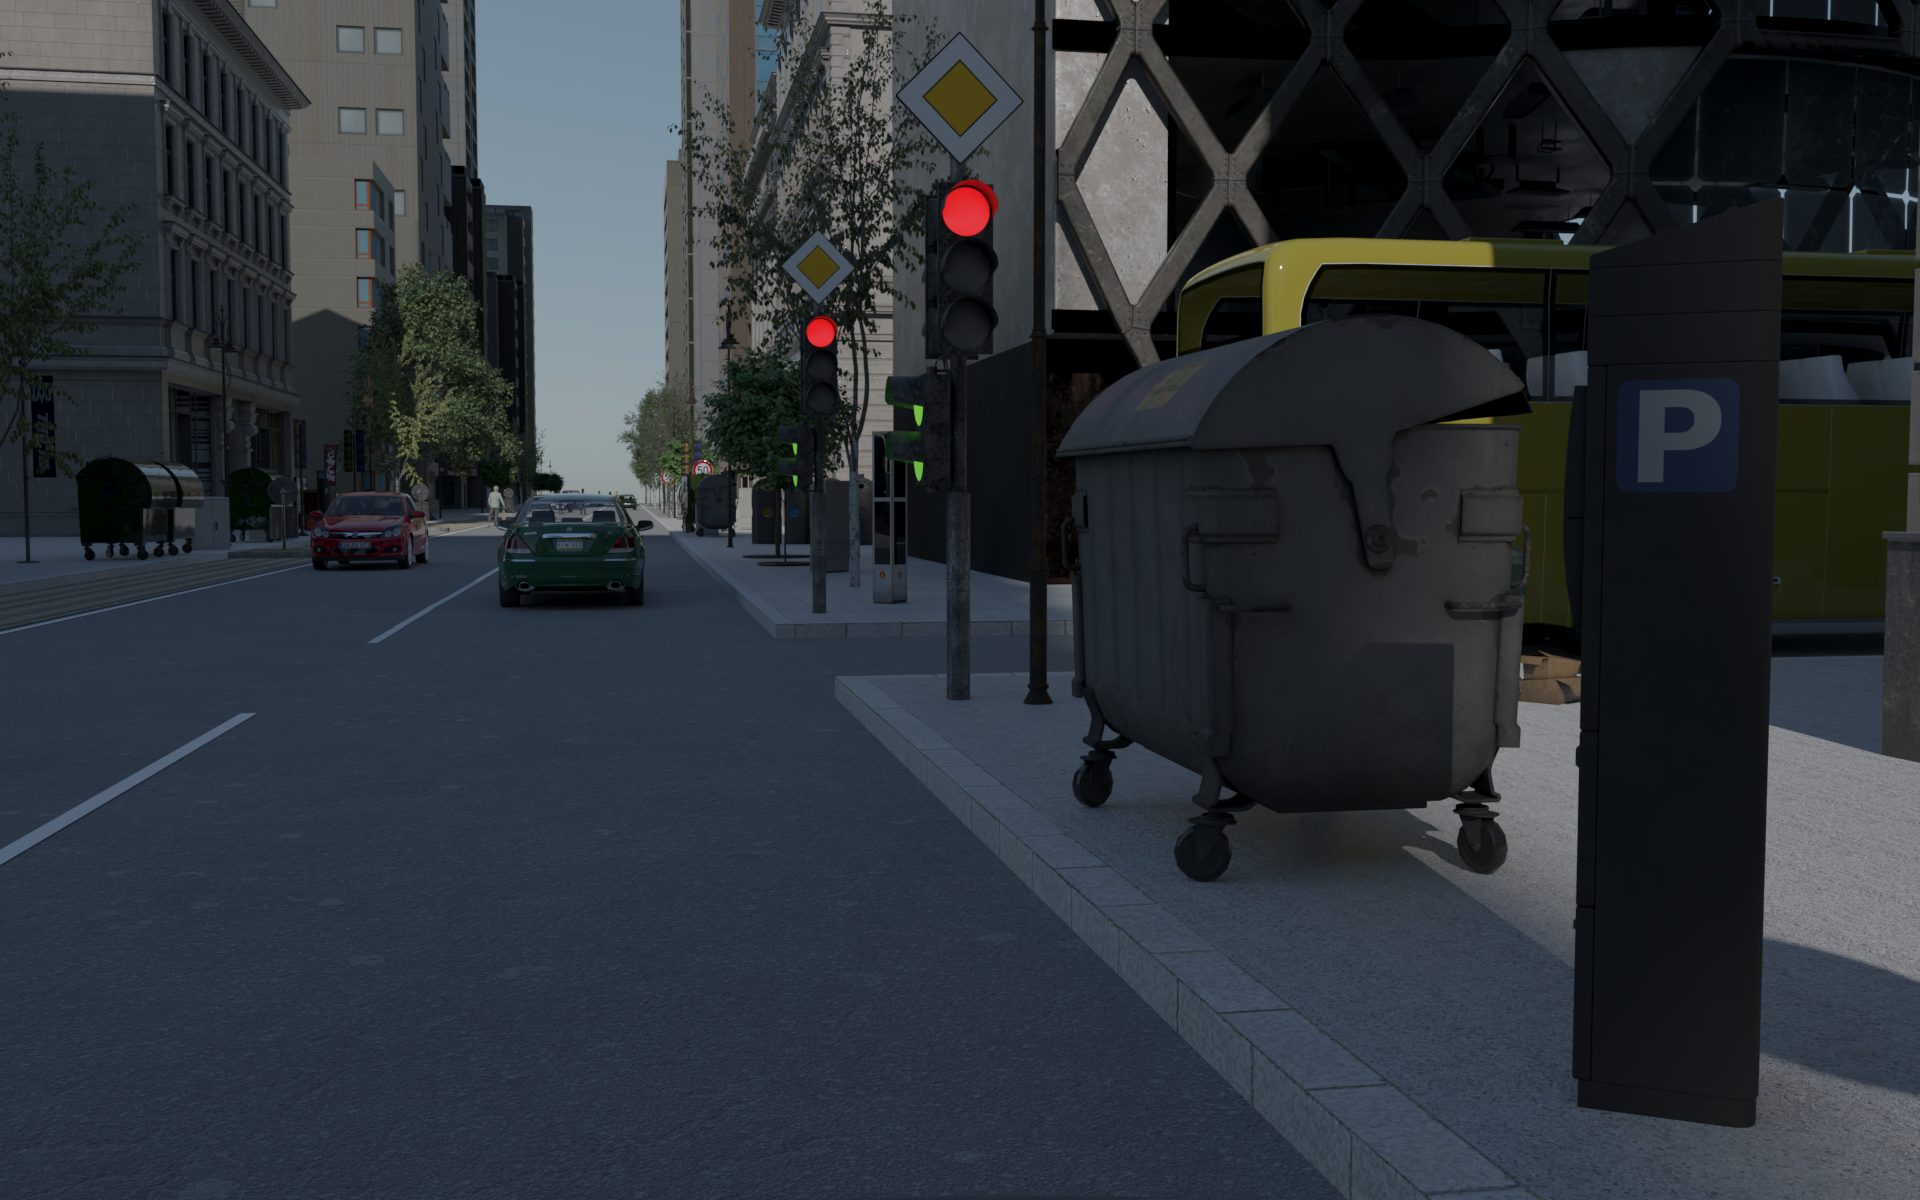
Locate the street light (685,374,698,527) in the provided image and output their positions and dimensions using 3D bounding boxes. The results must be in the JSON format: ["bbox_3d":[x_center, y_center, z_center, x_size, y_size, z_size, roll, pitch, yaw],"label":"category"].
[{"bbox_3d":[-10.370,-5.763,67.020,0.468,5.910,1.993,-1,4,-11],"label":"street light"}]

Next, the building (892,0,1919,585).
[{"bbox_3d":[8.334,-9.971,30.480,16.811,18.784,16.820,-1,4,-11],"label":"building"}]

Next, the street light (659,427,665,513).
[{"bbox_3d":[-20.020,-8.820,116.992,0.468,5.910,1.993,-1,4,-11],"label":"street light"}]

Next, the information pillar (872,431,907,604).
[{"bbox_3d":[-0.823,-0.968,20.321,0.304,2.012,0.304,2,4,35],"label":"information pillar"}]

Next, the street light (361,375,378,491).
[{"bbox_3d":[-22.925,-5.782,67.329,0.468,5.910,1.993,-1,4,-11],"label":"street light"}]

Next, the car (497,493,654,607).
[{"bbox_3d":[-5.225,-0.716,23.502,2.131,1.459,4.920,-1,4,-11],"label":"car"}]

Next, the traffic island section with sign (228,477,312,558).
[{"bbox_3d":[-15.397,-1.879,39.351,1.989,1.847,2.006,-1,4,-11],"label":"traffic island section with sign"}]

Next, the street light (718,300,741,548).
[{"bbox_3d":[-5.510,-4.196,41.386,0.468,5.910,1.993,-1,4,-11],"label":"street light"}]

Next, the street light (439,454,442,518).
[{"bbox_3d":[-27.582,-7.277,91.762,0.468,5.910,1.993,-1,4,-11],"label":"street light"}]

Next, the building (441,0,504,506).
[{"bbox_3d":[-59.112,-45.447,181.312,20.563,71.187,20.611,-1,4,-11],"label":"building"}]

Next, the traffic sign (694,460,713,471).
[{"bbox_3d":[-9.702,-3.996,65.440,0.768,2.556,0.104,0,4,-2],"label":"traffic sign"}]

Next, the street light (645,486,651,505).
[{"bbox_3d":[-40.353,-15.283,222.657,0.468,5.910,1.993,-1,4,-11],"label":"street light"}]

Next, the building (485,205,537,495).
[{"bbox_3d":[-65.888,-33.890,237.702,14.154,41.232,14.086,-1,4,-11],"label":"building"}]

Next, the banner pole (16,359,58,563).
[{"bbox_3d":[-17.157,-2.578,32.171,0.863,3.779,0.401,1,4,8],"label":"banner pole"}]

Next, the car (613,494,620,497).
[{"bbox_3d":[-37.112,-10.885,188.196,2.015,1.641,3.980,-1,4,-11],"label":"car"}]

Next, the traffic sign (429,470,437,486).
[{"bbox_3d":[-27.719,-5.525,90.438,0.768,2.556,0.104,0,4,-2],"label":"traffic sign"}]

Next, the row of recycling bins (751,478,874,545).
[{"bbox_3d":[-3.724,-2.272,44.254,3.534,1.692,1.069,1,4,21],"label":"row of recycling bins"}]

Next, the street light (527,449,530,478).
[{"bbox_3d":[-43.396,-12.326,174.325,0.468,5.910,1.993,-1,4,-11],"label":"street light"}]

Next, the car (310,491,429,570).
[{"bbox_3d":[-11.650,-1.546,34.312,2.155,1.783,4.494,-1,4,-11],"label":"car"}]

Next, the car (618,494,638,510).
[{"bbox_3d":[-29.749,-8.850,154.481,2.009,1.686,4.222,-1,4,-13],"label":"car"}]

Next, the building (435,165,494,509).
[{"bbox_3d":[-48.843,-23.181,150.708,14.160,30.474,14.107,-1,4,-11],"label":"building"}]

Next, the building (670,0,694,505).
[{"bbox_3d":[-26.717,-47.759,219.106,20.563,71.187,20.611,-1,4,-11],"label":"building"}]

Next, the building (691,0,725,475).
[{"bbox_3d":[-9.237,-35.844,128.045,21.231,58.520,28.212,-1,4,-11],"label":"building"}]

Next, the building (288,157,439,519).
[{"bbox_3d":[-46.569,-15.675,101.326,27.650,21.520,28.899,-1,4,-11],"label":"building"}]

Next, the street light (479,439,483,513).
[{"bbox_3d":[-32.293,-8.814,116.900,0.468,5.910,1.993,-1,4,-11],"label":"street light"}]

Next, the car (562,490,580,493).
[{"bbox_3d":[-34.403,-8.839,153.188,2.281,1.827,5.304,-1,4,-12],"label":"car"}]

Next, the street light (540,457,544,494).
[{"bbox_3d":[-48.194,-13.866,199.498,0.468,5.910,1.993,-1,4,-11],"label":"street light"}]

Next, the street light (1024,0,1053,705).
[{"bbox_3d":[0.479,-2.303,10.443,0.468,5.910,1.993,-1,4,-11],"label":"street light"}]

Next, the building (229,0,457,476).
[{"bbox_3d":[-52.527,-32.945,127.889,28.713,52.752,27.495,-1,4,-11],"label":"building"}]

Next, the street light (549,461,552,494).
[{"bbox_3d":[-53.303,-15.449,225.375,0.468,5.910,1.993,-1,4,-11],"label":"street light"}]

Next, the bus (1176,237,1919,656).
[{"bbox_3d":[8.262,-1.521,16.421,12.252,3.916,2.896,-1,4,-11],"label":"bus"}]

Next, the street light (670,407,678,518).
[{"bbox_3d":[-15.187,-7.298,92.108,0.468,5.910,1.993,-1,4,-11],"label":"street light"}]

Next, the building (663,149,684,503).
[{"bbox_3d":[-29.974,-37.732,240.623,21.300,48.544,21.600,-1,4,-11],"label":"building"}]

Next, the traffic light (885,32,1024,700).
[{"bbox_3d":[-0.029,-1.333,10.719,0.839,4.253,0.868,-1,4,-11],"label":"traffic light"}]

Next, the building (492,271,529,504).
[{"bbox_3d":[-63.623,-27.672,224.137,14.160,30.474,14.107,-1,4,-11],"label":"building"}]

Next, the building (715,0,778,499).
[{"bbox_3d":[-7.647,-27.919,106.580,14.600,45.320,14.200,-1,4,-11],"label":"building"}]

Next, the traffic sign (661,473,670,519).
[{"bbox_3d":[-15.258,-5.544,90.756,0.768,2.556,0.104,0,4,-6],"label":"traffic sign"}]

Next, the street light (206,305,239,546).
[{"bbox_3d":[-18.011,-4.260,42.435,0.468,5.910,1.993,-1,4,-11],"label":"street light"}]

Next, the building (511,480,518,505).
[{"bbox_3d":[-69.229,-31.286,203.407,32.217,40.220,23.993,-1,4,-11],"label":"building"}]

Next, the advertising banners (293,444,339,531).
[{"bbox_3d":[-22.721,-3.934,60.503,2.074,3.025,0.090,-2,4,-35],"label":"advertising banners"}]

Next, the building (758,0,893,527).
[{"bbox_3d":[-0.763,-14.183,60.763,11.050,23.489,19.941,-1,4,-11],"label":"building"}]

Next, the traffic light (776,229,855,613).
[{"bbox_3d":[-1.534,-1.813,18.562,0.839,4.253,0.868,-1,4,-11],"label":"traffic light"}]

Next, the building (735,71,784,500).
[{"bbox_3d":[-3.279,-14.733,82.687,13.314,21.916,24.055,-1,4,-11],"label":"building"}]

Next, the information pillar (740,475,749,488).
[{"bbox_3d":[-8.451,-3.883,67.987,0.304,2.012,0.304,-1,4,-15],"label":"information pillar"}]

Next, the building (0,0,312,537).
[{"bbox_3d":[-28.565,-12.316,52.276,10.553,20.767,40.483,-1,4,-11],"label":"building"}]
